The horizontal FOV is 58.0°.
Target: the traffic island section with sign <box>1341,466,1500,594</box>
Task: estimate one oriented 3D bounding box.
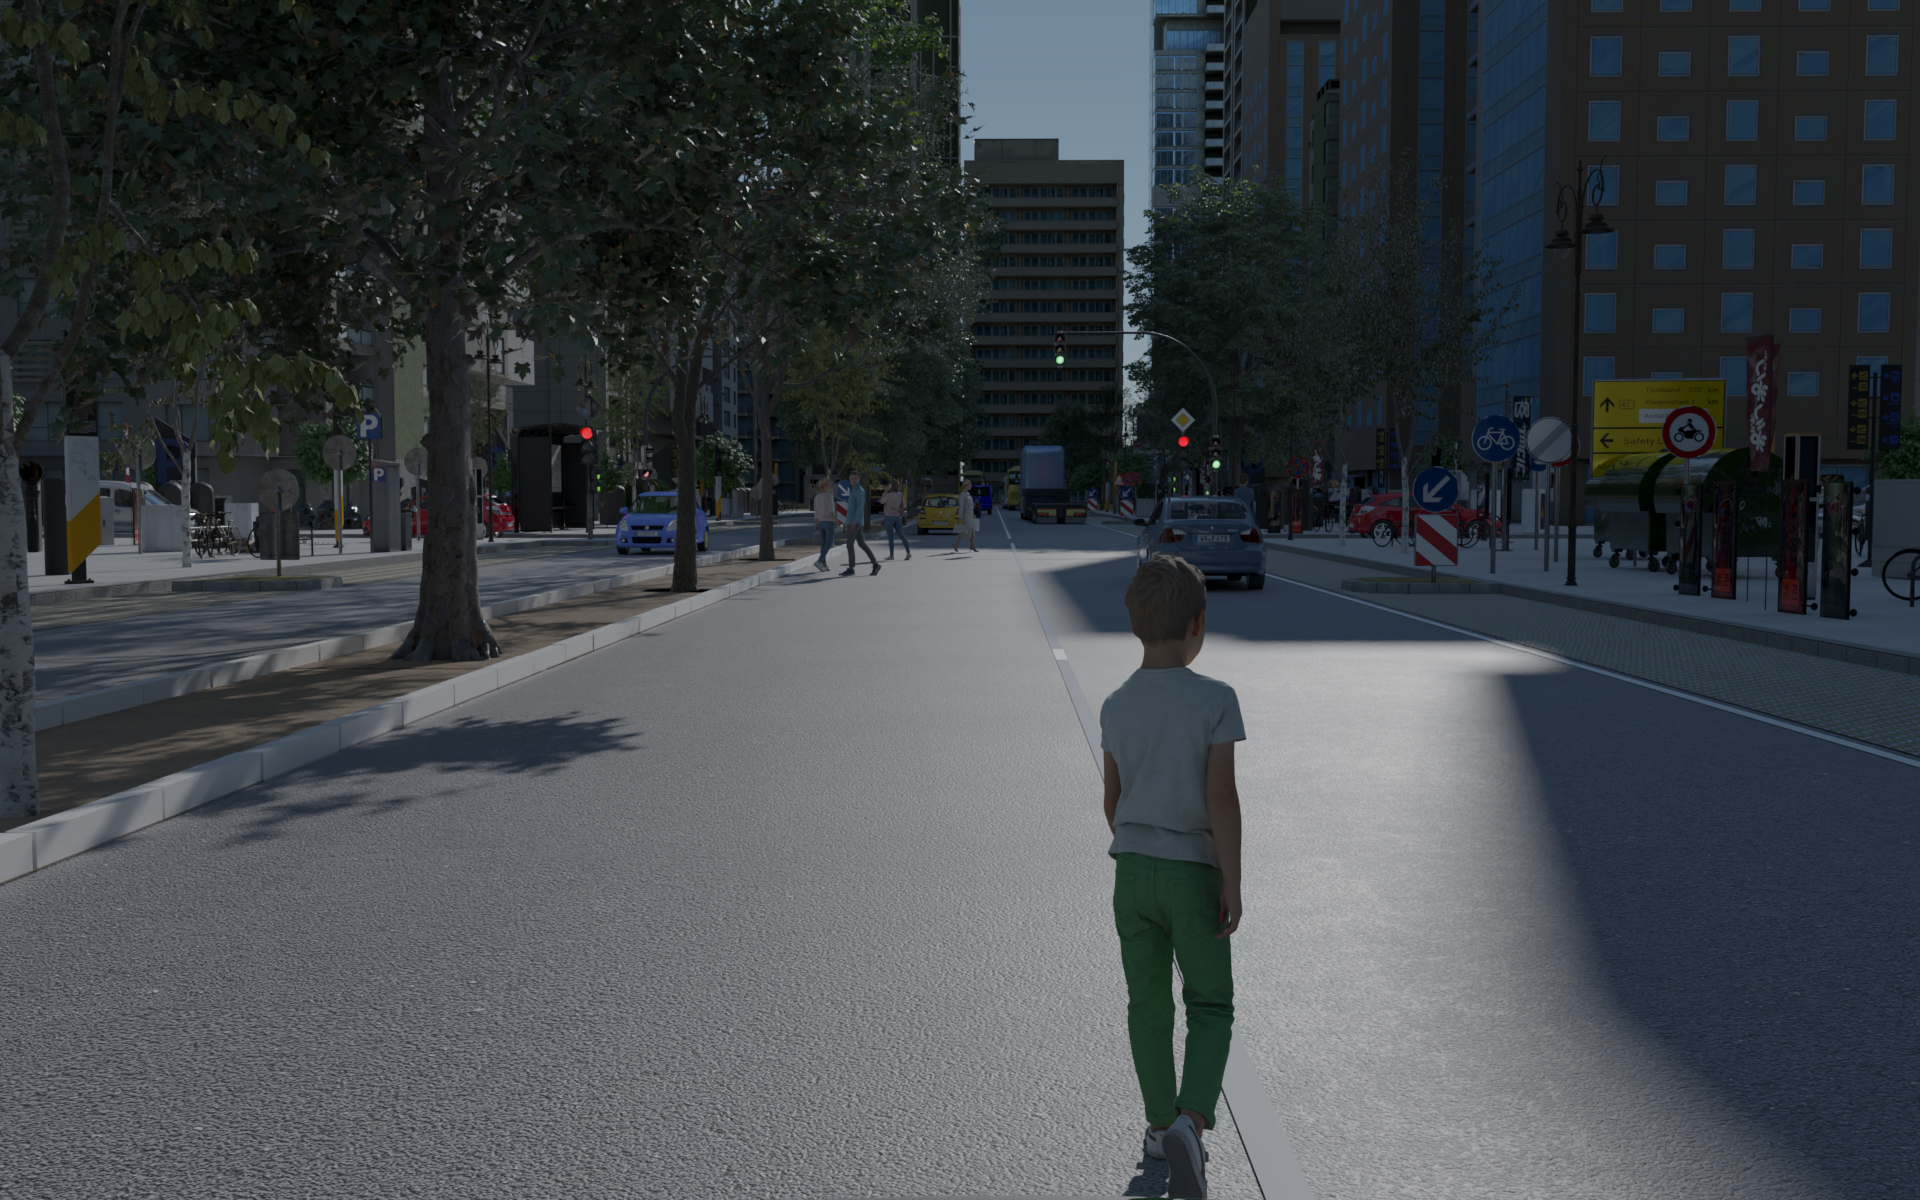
[{"bbox_3d":[6.729,-1.039,25.611,1.989,1.847,2.006,0,4,1],"label":"traffic island section with sign"}]

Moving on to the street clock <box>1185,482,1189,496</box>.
[{"bbox_3d":[11.102,-4.916,84.954,0.471,2.002,0.358,2,4,34],"label":"street clock"}]

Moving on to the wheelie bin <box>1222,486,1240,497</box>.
[{"bbox_3d":[10.331,-3.532,65.658,0.980,1.594,0.693,0,4,-7],"label":"wheelie bin"}]

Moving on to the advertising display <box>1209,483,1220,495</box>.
[{"bbox_3d":[14.491,-5.788,99.853,0.974,1.923,0.123,0,4,3],"label":"advertising display"}]

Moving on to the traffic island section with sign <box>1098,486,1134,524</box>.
[{"bbox_3d":[7.737,-4.496,82.137,1.989,1.847,2.006,0,4,1],"label":"traffic island section with sign"}]

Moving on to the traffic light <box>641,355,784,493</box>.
[{"bbox_3d":[-8.182,-5.022,56.778,4.771,5.953,1.251,0,4,1],"label":"traffic light"}]

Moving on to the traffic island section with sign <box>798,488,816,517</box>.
[{"bbox_3d":[-9.058,-6.112,108.561,1.989,1.847,2.006,0,4,1],"label":"traffic island section with sign"}]

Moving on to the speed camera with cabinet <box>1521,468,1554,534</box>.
[{"bbox_3d":[18.917,-3.810,56.630,0.660,3.252,2.038,2,4,31],"label":"speed camera with cabinet"}]

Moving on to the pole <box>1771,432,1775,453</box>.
[{"bbox_3d":[21.667,-3.211,46.335,0.158,3.312,0.155,0,3,0],"label":"pole"}]

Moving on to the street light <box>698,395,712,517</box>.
[{"bbox_3d":[-11.972,-6.638,81.325,0.468,5.910,1.993,0,4,1],"label":"street light"}]

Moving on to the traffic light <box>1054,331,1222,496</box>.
[{"bbox_3d":[4.998,-4.509,48.397,4.771,5.953,1.251,0,4,1],"label":"traffic light"}]

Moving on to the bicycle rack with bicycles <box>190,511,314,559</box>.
[{"bbox_3d":[-14.632,-1.335,35.204,2.852,0.926,2.925,0,4,7],"label":"bicycle rack with bicycles"}]

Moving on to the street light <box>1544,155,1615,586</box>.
[{"bbox_3d":[8.570,-3.139,24.108,0.468,5.910,1.993,0,4,1],"label":"street light"}]

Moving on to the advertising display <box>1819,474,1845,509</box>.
[{"bbox_3d":[28.420,-3.151,56.726,0.974,1.923,0.123,0,4,6],"label":"advertising display"}]

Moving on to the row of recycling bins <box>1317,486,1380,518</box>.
[{"bbox_3d":[20.352,-5.148,91.281,3.534,1.692,1.069,2,4,27],"label":"row of recycling bins"}]

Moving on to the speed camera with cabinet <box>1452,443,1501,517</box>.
[{"bbox_3d":[19.745,-4.419,66.592,0.660,3.252,2.038,-3,5,-42],"label":"speed camera with cabinet"}]

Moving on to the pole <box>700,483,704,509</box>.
[{"bbox_3d":[-14.977,-6.532,100.642,0.158,3.312,0.155,0,3,0],"label":"pole"}]

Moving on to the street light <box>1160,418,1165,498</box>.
[{"bbox_3d":[9.753,-6.723,82.703,0.468,5.910,1.993,0,4,1],"label":"street light"}]

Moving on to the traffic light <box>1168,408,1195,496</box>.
[{"bbox_3d":[7.234,-4.132,56.485,0.839,4.253,0.868,0,4,1],"label":"traffic light"}]

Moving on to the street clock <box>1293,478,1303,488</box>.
[{"bbox_3d":[14.938,-4.424,76.894,0.471,2.002,0.358,2,4,33],"label":"street clock"}]

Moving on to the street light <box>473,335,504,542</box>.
[{"bbox_3d":[-12.523,-4.483,46.080,0.468,5.910,1.993,0,4,1],"label":"street light"}]

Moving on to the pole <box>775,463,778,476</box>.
[{"bbox_3d":[-12.056,-7.331,113.704,0.158,3.312,0.155,0,3,0],"label":"pole"}]

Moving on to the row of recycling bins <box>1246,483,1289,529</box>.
[{"bbox_3d":[11.481,-3.531,64.852,1.069,1.692,3.534,0,4,4],"label":"row of recycling bins"}]

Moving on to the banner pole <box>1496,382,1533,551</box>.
[{"bbox_3d":[12.437,-2.986,38.830,0.863,3.779,0.401,-1,4,-14],"label":"banner pole"}]

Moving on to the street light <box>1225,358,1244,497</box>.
[{"bbox_3d":[9.310,-5.265,58.868,0.468,5.910,1.993,0,4,1],"label":"street light"}]

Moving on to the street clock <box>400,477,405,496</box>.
[{"bbox_3d":[-23.844,-4.219,73.543,0.358,2.002,0.471,3,5,43],"label":"street clock"}]

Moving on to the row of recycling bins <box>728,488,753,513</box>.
[{"bbox_3d":[-14.620,-6.656,115.931,1.069,1.692,3.534,1,4,11],"label":"row of recycling bins"}]

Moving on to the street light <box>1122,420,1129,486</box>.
[{"bbox_3d":[10.182,-8.180,106.537,0.468,5.910,1.993,0,4,1],"label":"street light"}]

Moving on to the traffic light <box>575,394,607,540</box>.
[{"bbox_3d":[-10.417,-3.662,48.796,0.839,4.253,0.868,0,4,1],"label":"traffic light"}]

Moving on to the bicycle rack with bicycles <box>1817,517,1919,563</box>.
[{"bbox_3d":[18.186,-1.363,35.660,2.852,0.926,2.925,2,4,35],"label":"bicycle rack with bicycles"}]

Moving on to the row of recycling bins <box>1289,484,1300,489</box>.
[{"bbox_3d":[12.902,-3.979,72.174,3.534,1.692,1.069,-3,4,-38],"label":"row of recycling bins"}]

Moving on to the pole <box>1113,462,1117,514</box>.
[{"bbox_3d":[9.923,-7.164,110.977,0.158,3.312,0.155,0,3,0],"label":"pole"}]

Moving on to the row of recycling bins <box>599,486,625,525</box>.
[{"bbox_3d":[-14.679,-4.048,73.294,1.069,1.692,3.534,-1,4,-15],"label":"row of recycling bins"}]

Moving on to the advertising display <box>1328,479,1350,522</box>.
[{"bbox_3d":[16.710,-4.353,76.385,0.974,1.923,0.123,1,4,11],"label":"advertising display"}]

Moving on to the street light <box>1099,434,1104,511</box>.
[{"bbox_3d":[10.617,-9.638,130.371,0.468,5.910,1.993,0,4,1],"label":"street light"}]

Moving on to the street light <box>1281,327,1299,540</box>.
[{"bbox_3d":[9.180,-4.596,47.939,0.468,5.910,1.993,0,4,1],"label":"street light"}]

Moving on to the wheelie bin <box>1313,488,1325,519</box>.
[{"bbox_3d":[17.260,-4.659,84.075,0.693,1.594,0.980,-3,4,-38],"label":"wheelie bin"}]

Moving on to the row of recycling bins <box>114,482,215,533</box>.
[{"bbox_3d":[-26.928,-3.120,58.128,3.534,1.692,1.069,-2,4,-31],"label":"row of recycling bins"}]

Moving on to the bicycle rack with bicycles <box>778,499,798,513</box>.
[{"bbox_3d":[-13.439,-7.073,129.025,2.925,0.926,2.852,-2,4,-29],"label":"bicycle rack with bicycles"}]

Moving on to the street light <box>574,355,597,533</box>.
[{"bbox_3d":[-12.303,-5.154,57.060,0.468,5.910,1.993,0,4,1],"label":"street light"}]

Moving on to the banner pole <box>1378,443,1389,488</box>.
[{"bbox_3d":[20.592,-5.759,84.178,0.863,3.779,0.401,-2,4,-31],"label":"banner pole"}]

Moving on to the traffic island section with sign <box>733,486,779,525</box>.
[{"bbox_3d":[-9.553,-4.458,81.509,1.989,1.847,2.006,0,4,1],"label":"traffic island section with sign"}]

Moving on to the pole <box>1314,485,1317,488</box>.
[{"bbox_3d":[23.527,-7.388,114.631,0.158,3.312,0.155,0,3,0],"label":"pole"}]

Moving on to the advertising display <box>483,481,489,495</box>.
[{"bbox_3d":[-22.593,-4.714,82.295,0.123,1.923,0.974,1,4,16],"label":"advertising display"}]

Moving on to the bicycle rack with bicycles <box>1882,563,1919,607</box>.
[{"bbox_3d":[12.059,-0.393,19.801,2.852,0.926,2.925,-3,5,-40],"label":"bicycle rack with bicycles"}]

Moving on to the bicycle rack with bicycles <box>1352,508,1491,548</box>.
[{"bbox_3d":[11.379,-1.735,41.746,2.925,0.926,2.852,0,4,-4],"label":"bicycle rack with bicycles"}]

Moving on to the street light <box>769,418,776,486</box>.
[{"bbox_3d":[-11.456,-8.113,105.438,0.468,5.910,1.993,0,4,1],"label":"street light"}]

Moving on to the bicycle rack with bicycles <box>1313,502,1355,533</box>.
[{"bbox_3d":[13.273,-2.712,57.720,2.852,0.926,2.925,0,4,-6],"label":"bicycle rack with bicycles"}]

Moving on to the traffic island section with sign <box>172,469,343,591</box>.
[{"bbox_3d":[-10.531,-1.078,26.260,1.989,1.847,2.006,0,4,1],"label":"traffic island section with sign"}]

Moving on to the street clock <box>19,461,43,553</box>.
[{"bbox_3d":[-20.390,-2.049,38.067,0.471,2.002,0.358,-2,4,-27],"label":"street clock"}]
